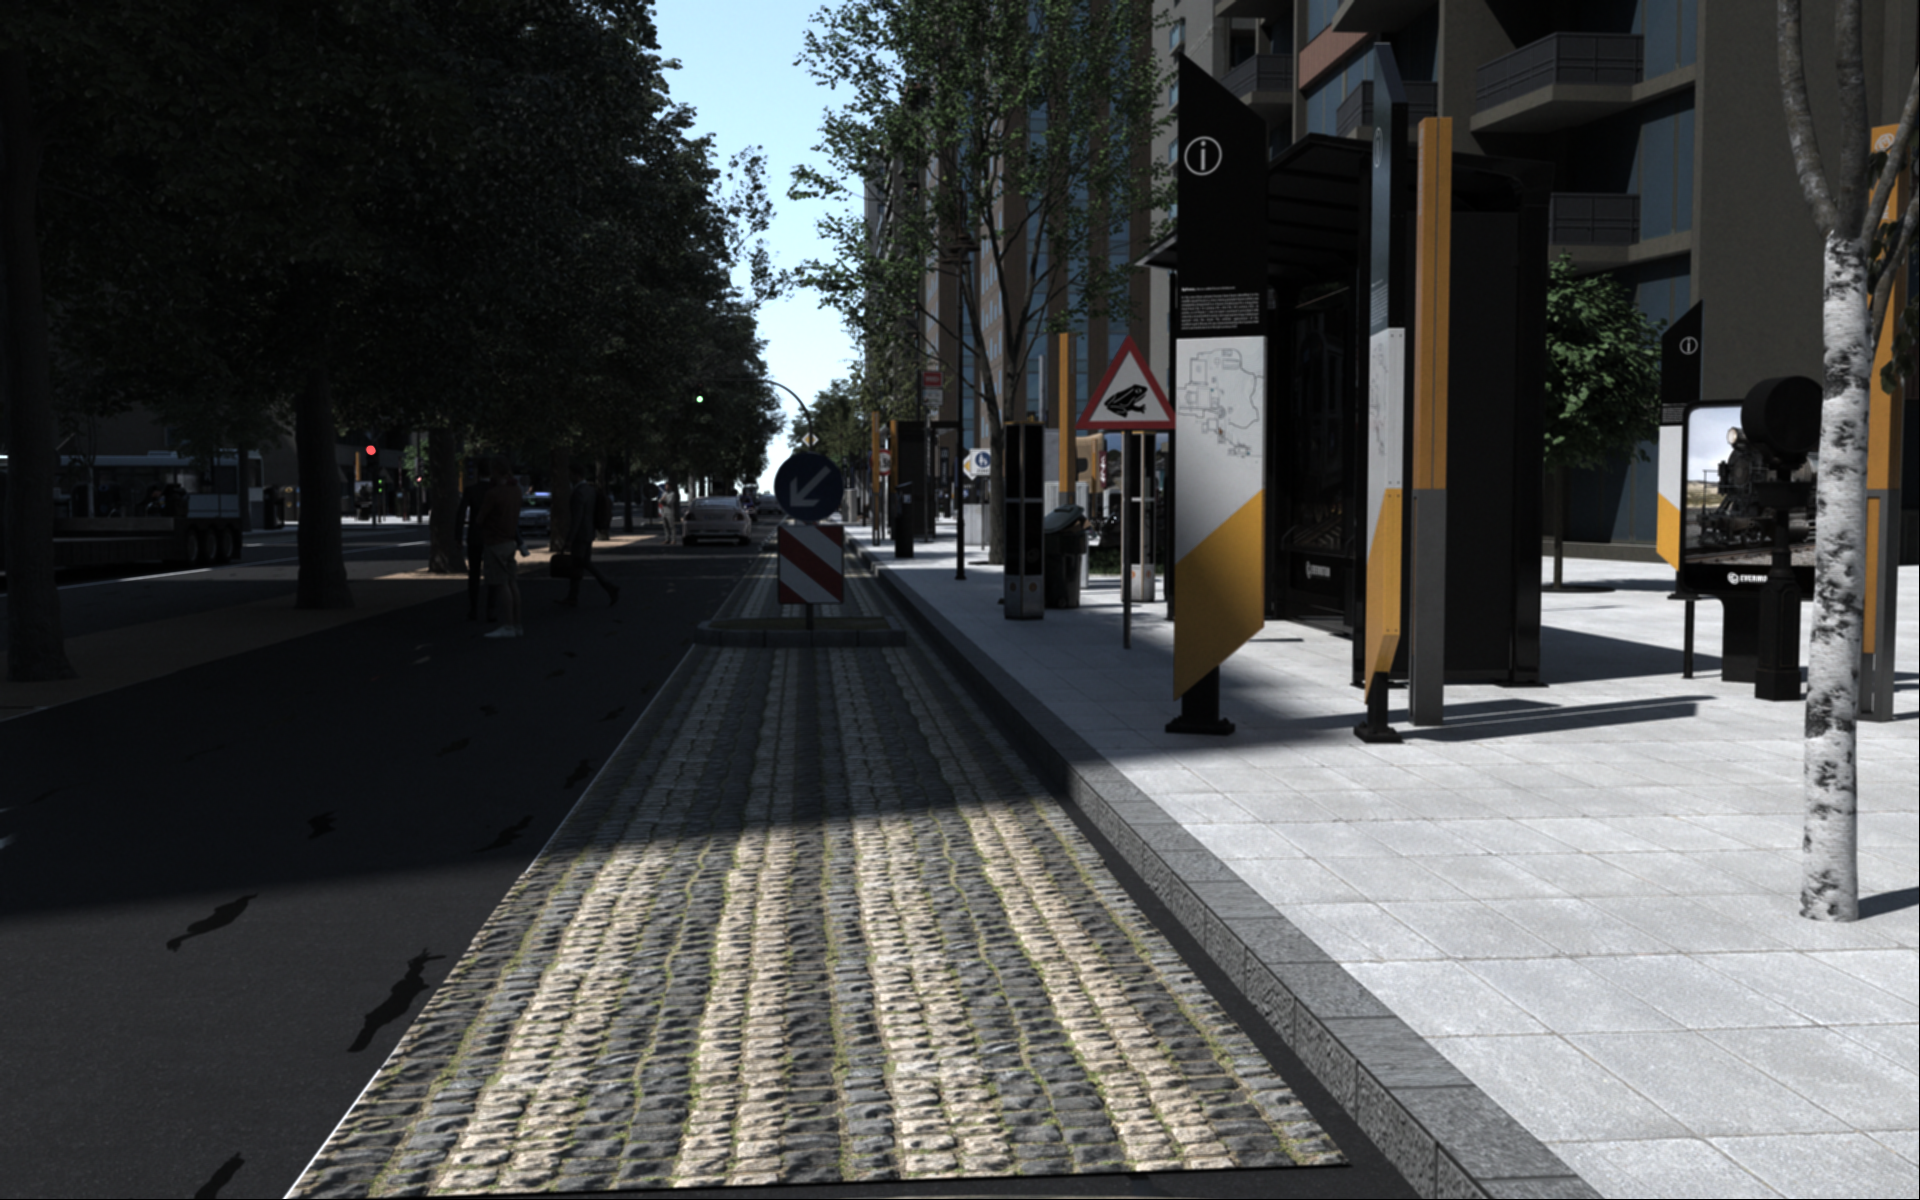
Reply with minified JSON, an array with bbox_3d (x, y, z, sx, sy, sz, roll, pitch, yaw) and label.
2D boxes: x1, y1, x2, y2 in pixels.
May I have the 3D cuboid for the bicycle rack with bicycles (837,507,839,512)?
[{"bbox_3d":[-8.185,-6.848,125.342,2.852,0.926,2.925,-1,4,-17],"label":"bicycle rack with bicycles"}]

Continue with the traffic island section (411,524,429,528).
[{"bbox_3d":[-23.539,-3.249,75.409,2.009,0.180,2.903,0,4,-5],"label":"traffic island section"}]

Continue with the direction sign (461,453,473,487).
[{"bbox_3d":[-27.041,-6.293,94.883,0.379,3.537,0.876,3,4,38],"label":"direction sign"}]

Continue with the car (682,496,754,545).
[{"bbox_3d":[-6.973,-2.291,49.819,2.083,1.381,4.827,0,4,-6],"label":"car"}]

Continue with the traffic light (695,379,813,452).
[{"bbox_3d":[-8.019,-5.740,68.516,4.771,5.953,1.251,0,4,-5],"label":"traffic light"}]

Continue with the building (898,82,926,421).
[{"bbox_3d":[4.767,-32.376,183.975,22.147,44.769,28.867,0,4,-5],"label":"building"}]

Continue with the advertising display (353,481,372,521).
[{"bbox_3d":[-28.523,-4.756,82.969,0.974,1.923,0.123,-2,4,-25],"label":"advertising display"}]

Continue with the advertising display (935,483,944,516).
[{"bbox_3d":[-1.422,-5.993,103.201,0.974,1.923,0.123,-2,4,-30],"label":"advertising display"}]

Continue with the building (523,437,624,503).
[{"bbox_3d":[-60.681,-36.648,253.822,22.147,44.769,28.867,0,4,-5],"label":"building"}]

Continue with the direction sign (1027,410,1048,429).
[{"bbox_3d":[2.099,-3.376,47.203,0.379,3.537,0.876,-3,4,-37],"label":"direction sign"}]

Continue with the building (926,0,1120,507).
[{"bbox_3d":[4.548,-30.255,144.783,14.600,45.320,14.200,0,4,-5],"label":"building"}]

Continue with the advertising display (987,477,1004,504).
[{"bbox_3d":[1.536,-3.790,67.180,0.974,1.923,0.123,0,4,-3],"label":"advertising display"}]

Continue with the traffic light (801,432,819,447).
[{"bbox_3d":[-6.656,-5.375,76.797,0.839,4.253,0.868,0,4,-5],"label":"traffic light"}]

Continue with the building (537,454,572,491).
[{"bbox_3d":[-52.469,-31.493,198.512,14.154,41.232,14.086,0,4,-5],"label":"building"}]

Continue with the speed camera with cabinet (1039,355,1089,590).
[{"bbox_3d":[1.397,-1.820,24.090,0.660,3.252,2.038,0,4,-3],"label":"speed camera with cabinet"}]

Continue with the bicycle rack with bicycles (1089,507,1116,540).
[{"bbox_3d":[4.011,-2.186,49.120,2.925,0.926,2.852,-1,4,-14],"label":"bicycle rack with bicycles"}]

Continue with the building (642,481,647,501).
[{"bbox_3d":[-61.154,-37.497,296.677,14.154,41.232,14.086,0,4,-5],"label":"building"}]

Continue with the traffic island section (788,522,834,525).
[{"bbox_3d":[-6.615,-3.342,76.914,2.009,0.180,2.903,0,4,-5],"label":"traffic island section"}]

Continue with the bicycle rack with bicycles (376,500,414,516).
[{"bbox_3d":[-32.733,-5.262,99.415,2.852,0.926,2.925,0,4,4],"label":"bicycle rack with bicycles"}]

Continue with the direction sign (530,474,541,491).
[{"bbox_3d":[-33.337,-8.810,136.043,0.876,3.537,0.379,0,4,1],"label":"direction sign"}]

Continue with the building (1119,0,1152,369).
[{"bbox_3d":[8.960,-28.505,116.171,14.600,45.320,14.200,0,4,-5],"label":"building"}]

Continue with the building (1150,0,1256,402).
[{"bbox_3d":[21.854,-28.892,96.080,21.600,48.544,21.300,0,4,-5],"label":"building"}]

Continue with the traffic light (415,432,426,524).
[{"bbox_3d":[-21.423,-6.167,75.499,4.771,5.953,1.251,0,4,-5],"label":"traffic light"}]

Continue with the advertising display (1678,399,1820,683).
[{"bbox_3d":[5.387,-0.398,11.726,0.974,1.923,0.123,3,5,41],"label":"advertising display"}]

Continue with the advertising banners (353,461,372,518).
[{"bbox_3d":[-31.558,-5.826,91.436,0.090,3.025,2.074,0,4,5],"label":"advertising banners"}]

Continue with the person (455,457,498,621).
[{"bbox_3d":[-5.402,-0.692,19.595,0.659,1.850,0.755,-1,4,-21],"label":"person"}]

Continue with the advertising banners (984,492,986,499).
[{"bbox_3d":[2.819,-8.445,134.264,2.074,3.025,0.090,-1,4,-20],"label":"advertising banners"}]

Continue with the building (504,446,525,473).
[{"bbox_3d":[-47.652,-28.876,155.716,14.154,41.232,14.086,0,4,-5],"label":"building"}]

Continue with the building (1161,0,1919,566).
[{"bbox_3d":[18.718,-23.800,43.757,22.147,44.769,28.867,0,4,-5],"label":"building"}]

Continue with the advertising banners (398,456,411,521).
[{"bbox_3d":[-26.203,-5.228,81.668,0.090,3.025,2.074,0,4,-4],"label":"advertising banners"}]

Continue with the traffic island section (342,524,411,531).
[{"bbox_3d":[-22.827,-2.763,67.456,2.009,0.180,2.903,0,4,-5],"label":"traffic island section"}]

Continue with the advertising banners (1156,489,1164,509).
[{"bbox_3d":[5.657,-3.286,49.913,0.090,3.025,2.074,-1,4,-12],"label":"advertising banners"}]

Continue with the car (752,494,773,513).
[{"bbox_3d":[-15.130,-7.300,131.156,2.131,1.459,4.920,0,4,-4],"label":"car"}]

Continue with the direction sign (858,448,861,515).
[{"bbox_3d":[-4.925,-5.707,85.304,0.379,3.537,0.876,0,4,4],"label":"direction sign"}]

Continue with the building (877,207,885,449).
[{"bbox_3d":[-1.352,-39.656,267.984,23.786,49.044,30.456,0,4,-5],"label":"building"}]

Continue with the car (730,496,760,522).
[{"bbox_3d":[-11.412,-4.738,90.039,1.945,1.354,3.894,0,4,-5],"label":"car"}]

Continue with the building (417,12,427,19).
[{"bbox_3d":[-44.403,-27.583,134.581,14.154,41.232,14.086,0,4,-5],"label":"building"}]

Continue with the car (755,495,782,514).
[{"bbox_3d":[-13.794,-6.901,125.185,2.083,1.381,4.827,0,4,-5],"label":"car"}]

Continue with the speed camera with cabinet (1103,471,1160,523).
[{"bbox_3d":[6.407,-4.302,64.672,2.038,3.252,0.660,0,4,-3],"label":"speed camera with cabinet"}]

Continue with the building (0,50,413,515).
[{"bbox_3d":[-47.270,-29.509,106.179,21.300,48.544,21.600,0,4,-5],"label":"building"}]

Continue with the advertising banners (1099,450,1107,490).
[{"bbox_3d":[6.170,-4.458,69.072,0.090,3.025,2.074,-2,4,-34],"label":"advertising banners"}]

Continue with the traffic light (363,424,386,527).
[{"bbox_3d":[-22.786,-4.795,67.325,0.839,4.253,0.868,0,4,-5],"label":"traffic light"}]

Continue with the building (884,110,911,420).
[{"bbox_3d":[2.068,-35.792,208.906,21.300,48.544,21.600,0,4,-5],"label":"building"}]

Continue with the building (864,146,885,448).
[{"bbox_3d":[-5.865,-46.163,296.767,21.231,58.520,28.212,0,4,-5],"label":"building"}]

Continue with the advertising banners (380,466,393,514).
[{"bbox_3d":[-35.793,-6.902,109.029,2.074,3.025,0.090,2,4,34],"label":"advertising banners"}]

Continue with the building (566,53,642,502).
[{"bbox_3d":[-62.202,-51.349,277.810,20.563,71.187,20.611,0,4,-5],"label":"building"}]
